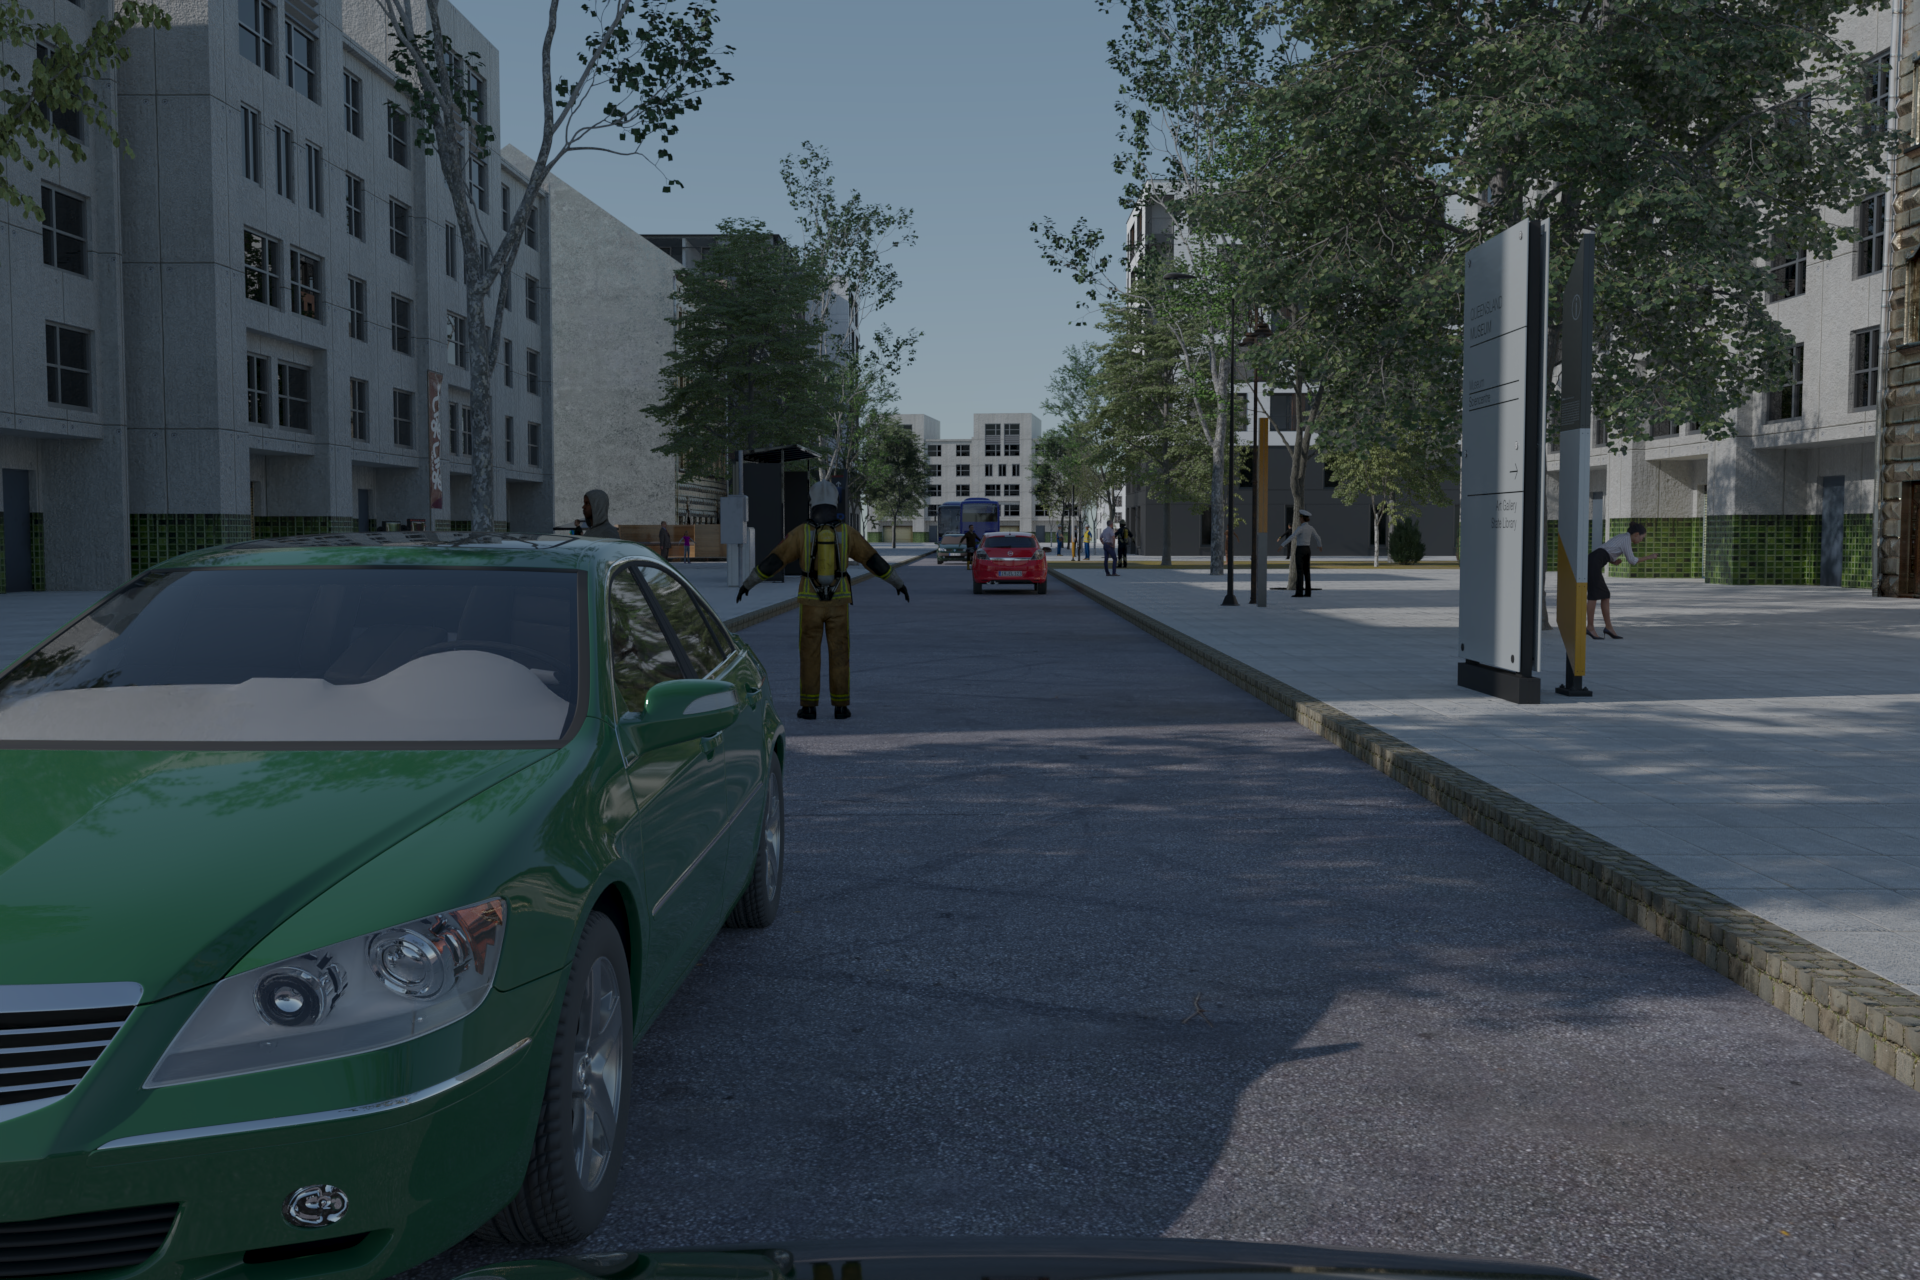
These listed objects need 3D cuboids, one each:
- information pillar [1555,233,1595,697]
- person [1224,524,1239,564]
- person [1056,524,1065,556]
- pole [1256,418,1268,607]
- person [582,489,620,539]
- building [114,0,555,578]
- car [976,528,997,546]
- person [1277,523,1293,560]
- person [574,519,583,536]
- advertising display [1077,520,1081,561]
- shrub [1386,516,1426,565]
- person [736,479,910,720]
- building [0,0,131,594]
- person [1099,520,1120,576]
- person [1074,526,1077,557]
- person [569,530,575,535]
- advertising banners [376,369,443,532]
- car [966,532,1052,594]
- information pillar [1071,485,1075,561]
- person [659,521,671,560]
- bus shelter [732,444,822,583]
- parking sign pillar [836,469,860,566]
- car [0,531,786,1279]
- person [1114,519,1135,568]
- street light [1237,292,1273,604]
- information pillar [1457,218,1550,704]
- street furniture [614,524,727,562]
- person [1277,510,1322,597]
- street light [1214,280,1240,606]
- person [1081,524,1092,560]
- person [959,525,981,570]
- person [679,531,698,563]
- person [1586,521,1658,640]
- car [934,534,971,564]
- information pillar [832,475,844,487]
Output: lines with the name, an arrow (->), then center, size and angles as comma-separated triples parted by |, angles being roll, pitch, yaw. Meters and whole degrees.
information pillar -> 4.897, -1.372, 13.790 | 0.183, 3.616, 0.504 | 0, 4, 1
person -> 11.337, -4.067, 73.298 | 1.217, 1.733, 0.721 | -2, 4, -27
person -> 5.817, -5.818, 100.979 | 0.705, 1.847, 1.347 | -1, 4, -17
pole -> 5.314, -2.238, 30.426 | 0.158, 3.312, 0.155 | 0, 3, 0
person -> -3.129, -0.383, 14.845 | 0.705, 1.813, 1.348 | -2, 4, -35
building -> -25.311, -11.563, 55.511 | 16.747, 18.905, 31.486 | 0, 4, 1
car -> 1.577, -4.036, 75.575 | 1.945, 1.707, 3.694 | 0, 4, 0
person -> 16.667, -4.985, 87.443 | 1.347, 1.837, 0.705 | -1, 4, -17
person -> -13.412, -3.330, 60.669 | 0.705, 1.803, 1.348 | -2, 4, -33
advertising display -> 5.621, -4.684, 81.790 | 0.123, 1.923, 0.974 | 0, 4, 0
shrub -> 18.511, -4.145, 71.807 | 1.661, 2.075, 1.752 | 0, 3, 0
person -> -1.055, -0.320, 13.452 | 1.354, 1.858, 0.705 | -1, 4, -8
building -> -27.105, -9.568, 22.900 | 16.747, 18.905, 31.486 | 0, 3, 0
person -> 4.594, -2.811, 52.941 | 0.436, 1.711, 0.756 | -1, 4, -23
person -> 6.511, -5.548, 97.425 | 0.721, 1.740, 1.216 | 1, 4, 8
person -> -20.506, -5.218, 91.445 | 0.704, 1.817, 1.347 | 1, 4, 11
advertising banners -> -5.645, -1.330, 17.934 | 0.090, 3.025, 2.074 | 0, 4, 1
car -> 1.209, -2.061, 42.739 | 2.155, 1.783, 4.494 | 0, 4, 1
information pillar -> 5.399, -5.584, 82.654 | 0.183, 3.616, 0.504 | 0, 4, -1
person -> -10.686, -3.442, 62.876 | 0.434, 1.755, 0.990 | 1, 4, 10
bus shelter -> -5.043, -3.498, 48.483 | 1.731, 3.624, 6.357 | 0, 4, 2
parking sign pillar -> -4.844, -5.044, 70.947 | 1.447, 3.967, 1.447 | 0, 4, 1
car -> -1.608, 0.414, 5.028 | 2.131, 1.459, 4.920 | 0, 4, 1
person -> 6.152, -3.671, 65.800 | 1.354, 1.856, 0.705 | -2, 4, -31
street light -> 5.400, -3.603, 31.691 | 0.468, 5.910, 1.993 | 0, 4, 1
information pillar -> 4.296, -1.373, 13.760 | 0.184, 3.620, 1.656 | 0, 4, 0
street furniture -> -12.352, -4.657, 82.988 | 9.812, 1.723, 11.010 | -1, 4, -16
person -> 6.931, -1.759, 35.219 | 1.216, 1.778, 0.721 | -2, 4, -34
street light -> 5.392, -3.569, 30.899 | 1.470, 5.913, 1.316 | 0, 4, 1
person -> 6.198, -4.829, 85.410 | 0.721, 1.772, 1.216 | -2, 4, -24
person -> 0.460, -3.707, 69.200 | 1.346, 1.812, 0.704 | -2, 4, -35
person -> -11.915, -4.068, 75.782 | 0.991, 1.433, 0.599 | -3, 5, -44
person -> 7.982, -0.725, 21.083 | 0.799, 1.438, 0.628 | -2, 4, -31
car -> -0.214, -4.479, 83.020 | 2.009, 1.686, 4.222 | 0, 4, 1
information pillar -> -5.323, -5.330, 76.528 | 0.750, 3.857, 0.750 | 0, 4, 1
